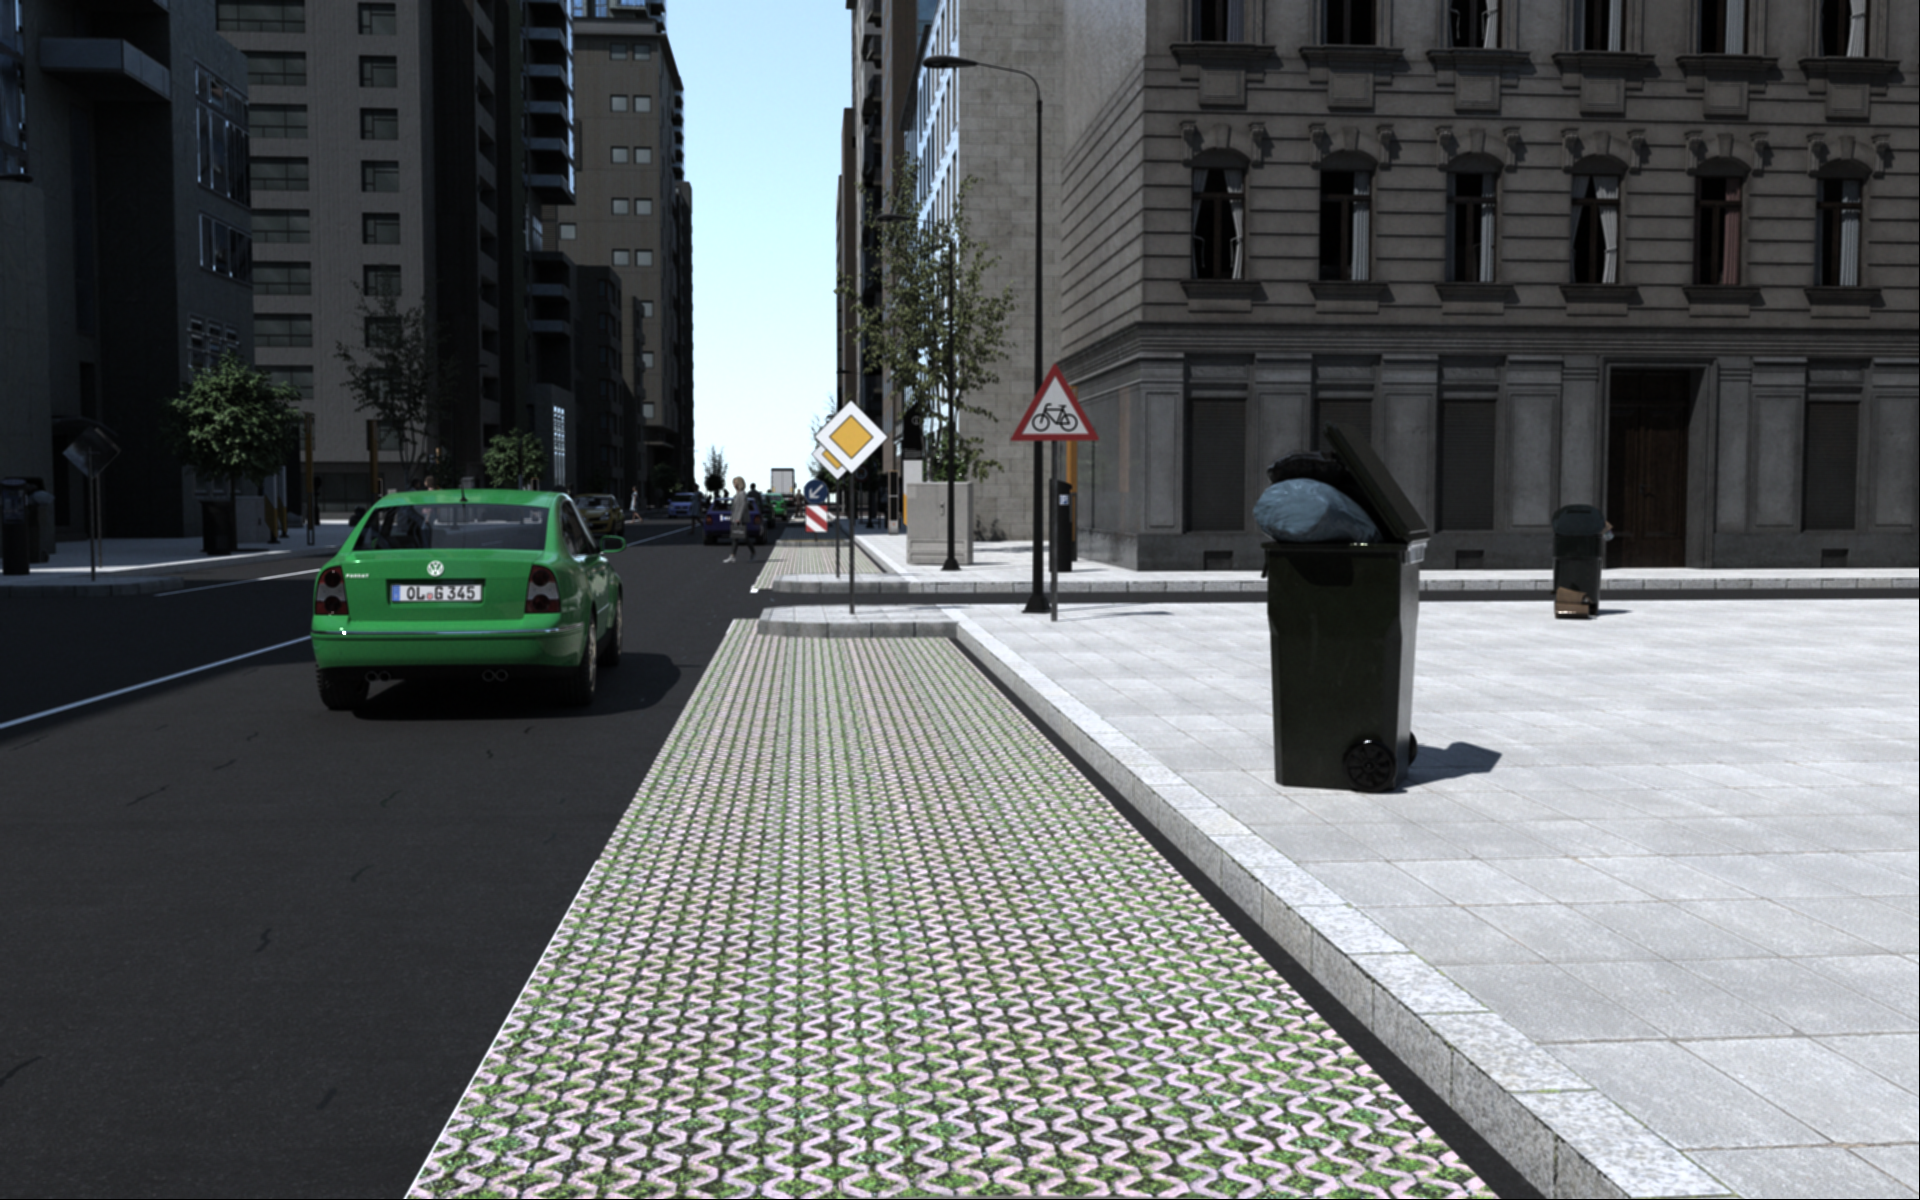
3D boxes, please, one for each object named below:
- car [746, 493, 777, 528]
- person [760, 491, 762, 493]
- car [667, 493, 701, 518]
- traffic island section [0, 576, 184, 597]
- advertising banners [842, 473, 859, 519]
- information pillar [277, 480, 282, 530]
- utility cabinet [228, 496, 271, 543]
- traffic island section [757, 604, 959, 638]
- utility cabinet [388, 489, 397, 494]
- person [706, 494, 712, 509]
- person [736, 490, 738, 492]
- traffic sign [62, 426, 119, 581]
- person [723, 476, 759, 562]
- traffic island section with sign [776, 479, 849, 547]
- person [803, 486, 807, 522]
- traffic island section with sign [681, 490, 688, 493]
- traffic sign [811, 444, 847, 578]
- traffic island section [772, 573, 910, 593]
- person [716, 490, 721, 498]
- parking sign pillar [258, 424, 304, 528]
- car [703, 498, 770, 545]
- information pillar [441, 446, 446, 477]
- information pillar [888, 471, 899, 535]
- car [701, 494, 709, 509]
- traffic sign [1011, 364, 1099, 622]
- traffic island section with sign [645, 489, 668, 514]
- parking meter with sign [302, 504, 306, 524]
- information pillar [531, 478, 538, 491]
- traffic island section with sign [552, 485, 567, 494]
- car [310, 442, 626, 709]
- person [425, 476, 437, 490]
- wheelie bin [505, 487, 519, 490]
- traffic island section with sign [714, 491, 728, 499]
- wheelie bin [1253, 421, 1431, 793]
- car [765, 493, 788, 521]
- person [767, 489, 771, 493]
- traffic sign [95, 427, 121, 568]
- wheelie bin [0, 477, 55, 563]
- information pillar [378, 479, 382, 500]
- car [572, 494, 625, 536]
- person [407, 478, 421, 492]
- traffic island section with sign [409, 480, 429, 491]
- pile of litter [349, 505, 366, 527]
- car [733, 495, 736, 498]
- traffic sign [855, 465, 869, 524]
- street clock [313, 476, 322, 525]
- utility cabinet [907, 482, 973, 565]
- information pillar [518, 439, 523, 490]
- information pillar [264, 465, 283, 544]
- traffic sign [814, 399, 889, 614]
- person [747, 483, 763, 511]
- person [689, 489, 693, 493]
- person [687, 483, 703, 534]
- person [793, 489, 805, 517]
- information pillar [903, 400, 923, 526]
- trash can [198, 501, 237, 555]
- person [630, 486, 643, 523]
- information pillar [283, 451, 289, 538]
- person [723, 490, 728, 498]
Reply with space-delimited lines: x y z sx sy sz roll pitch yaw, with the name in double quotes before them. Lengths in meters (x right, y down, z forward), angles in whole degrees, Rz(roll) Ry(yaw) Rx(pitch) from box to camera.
"car" -8.771 -3.952 73.415 1.959 1.807 4.718 0 4 -4
"person" -22.583 -11.468 196.710 1.217 1.736 0.721 0 4 1
"car" -16.455 -5.742 103.474 1.945 1.707 3.694 0 4 -3
"traffic island section" -12.795 -0.199 25.531 2.009 0.180 2.903 0 4 -5
"advertising banners" -5.722 -5.727 89.821 0.090 3.025 2.074 -2 4 -27
"information pillar" -24.482 -3.531 62.226 0.304 2.012 0.304 -3 5 -40
"utility cabinet" -18.656 -2.101 45.519 0.306 1.237 1.020 3 4 37
"traffic island section" -1.135 0.228 18.548 2.009 0.180 2.903 0 4 -5
"utility cabinet" -25.063 -4.144 76.435 0.318 1.500 1.173 -1 4 -22
"person" -20.804 -8.077 143.740 0.799 1.438 0.628 2 4 32
"person" -12.111 -5.226 94.345 0.834 1.777 0.661 0 4 8
"traffic sign" -12.772 -1.335 25.471 0.795 2.450 0.064 0 4 -5
"person" -4.574 -1.686 36.257 0.728 1.800 0.709 -1 4 -18
"traffic island section with sign" -4.048 -2.372 47.418 1.989 1.847 2.006 0 4 -5
"person" -7.856 -4.941 89.094 0.447 1.846 0.655 -3 4 -36
"traffic island section with sign" -24.129 -8.772 152.042 1.989 1.847 2.006 0 4 -5
"traffic sign" -1.869 -1.393 26.423 0.795 2.450 0.064 0 4 -5
"traffic island section" -1.846 -0.258 26.502 2.009 0.180 2.903 0 4 -5
"person" -17.856 -7.243 127.837 0.530 1.710 0.541 -1 4 -19
"parking sign pillar" -25.759 -4.733 65.851 1.447 3.967 1.447 -1 4 -18
"car" -6.436 -2.275 49.779 1.945 1.354 3.894 0 4 -5
"information pillar" -25.176 -5.719 84.868 0.504 3.616 0.183 2 4 24
"information pillar" -2.097 -3.053 54.411 0.304 2.012 0.304 -1 4 -10
"car" -25.472 -9.763 169.408 2.009 1.686 4.222 0 4 -5
"traffic sign" 0.948 -1.063 17.382 0.884 2.594 0.081 0 4 0
"traffic island section with sign" -21.722 -7.129 125.194 1.989 1.847 2.006 0 4 -5
"parking meter with sign" -29.084 -4.822 75.107 1.738 3.016 0.543 2 4 31
"information pillar" -19.643 -4.622 80.057 0.304 2.012 0.304 -1 4 -16
"traffic island section with sign" -17.170 -4.017 74.305 1.989 1.847 2.006 0 4 -5
"car" -3.544 -0.258 13.018 1.959 1.807 4.718 0 4 -7
"person" -11.491 -1.771 37.465 0.388 1.821 0.555 -2 4 -30
"wheelie bin" -20.450 -4.368 79.324 0.980 1.594 0.693 0 4 -3
"traffic island section with sign" -29.020 -12.118 206.757 1.989 1.847 2.006 0 4 -5
"wheelie bin" 1.690 0.013 7.698 0.693 1.594 0.980 1 4 23
"car" -10.221 -5.169 93.306 1.959 1.807 4.718 0 4 -6
"person" -11.964 -6.133 109.570 0.721 1.735 1.217 0 4 8
"traffic sign" -14.953 -1.766 30.064 0.795 2.450 0.064 0 4 -1
"wheelie bin" -17.328 -1.483 32.156 0.980 1.594 0.693 -1 4 -13
"information pillar" -28.241 -4.874 84.175 0.304 2.012 0.304 -1 4 -22
"car" -12.183 -2.889 57.462 2.015 1.641 3.980 0 4 -4
"person" -14.339 -2.260 45.301 0.795 1.843 0.661 1 4 15
"traffic island section with sign" -14.737 -2.357 47.168 1.989 1.847 2.006 0 4 -5
"pile of litter" -23.560 -3.350 68.746 1.176 0.858 1.719 2 4 26
"car" -25.659 -11.537 201.210 1.945 1.354 3.894 0 4 -6
"traffic sign" -4.249 -4.547 74.448 0.768 2.556 0.104 0 4 -2
"street clock" -26.329 -4.052 70.815 0.358 2.002 0.471 1 4 16
"utility cabinet" -0.367 -1.384 31.308 1.173 1.500 0.318 1 4 19
"information pillar" -18.566 -5.008 73.239 0.183 3.616 0.504 0 4 -1
"information pillar" -17.887 -3.277 44.932 0.504 3.616 0.183 3 4 38
"traffic sign" -1.158 -0.907 18.469 0.795 2.450 0.064 0 4 -5
"person" -7.202 -3.147 60.074 0.709 1.813 0.853 -3 5 -41
"person" -16.941 -6.159 109.913 0.721 1.735 1.217 0 4 -4
"person" -9.452 -3.280 62.220 0.778 1.811 0.616 -2 4 -29
"person" -10.183 -6.162 109.802 0.990 1.755 0.434 3 4 36
"information pillar" -1.126 -3.105 42.124 0.504 3.616 0.183 0 4 5
"trash can" -15.603 -1.516 36.436 0.748 1.137 0.748 0 3 0
"person" -15.718 -4.622 84.158 0.778 1.811 0.616 1 4 23
"information pillar" -19.947 -3.644 50.935 0.183 3.616 0.504 -3 5 -40
"person" -20.796 -8.864 153.372 0.705 1.831 1.348 1 4 13
